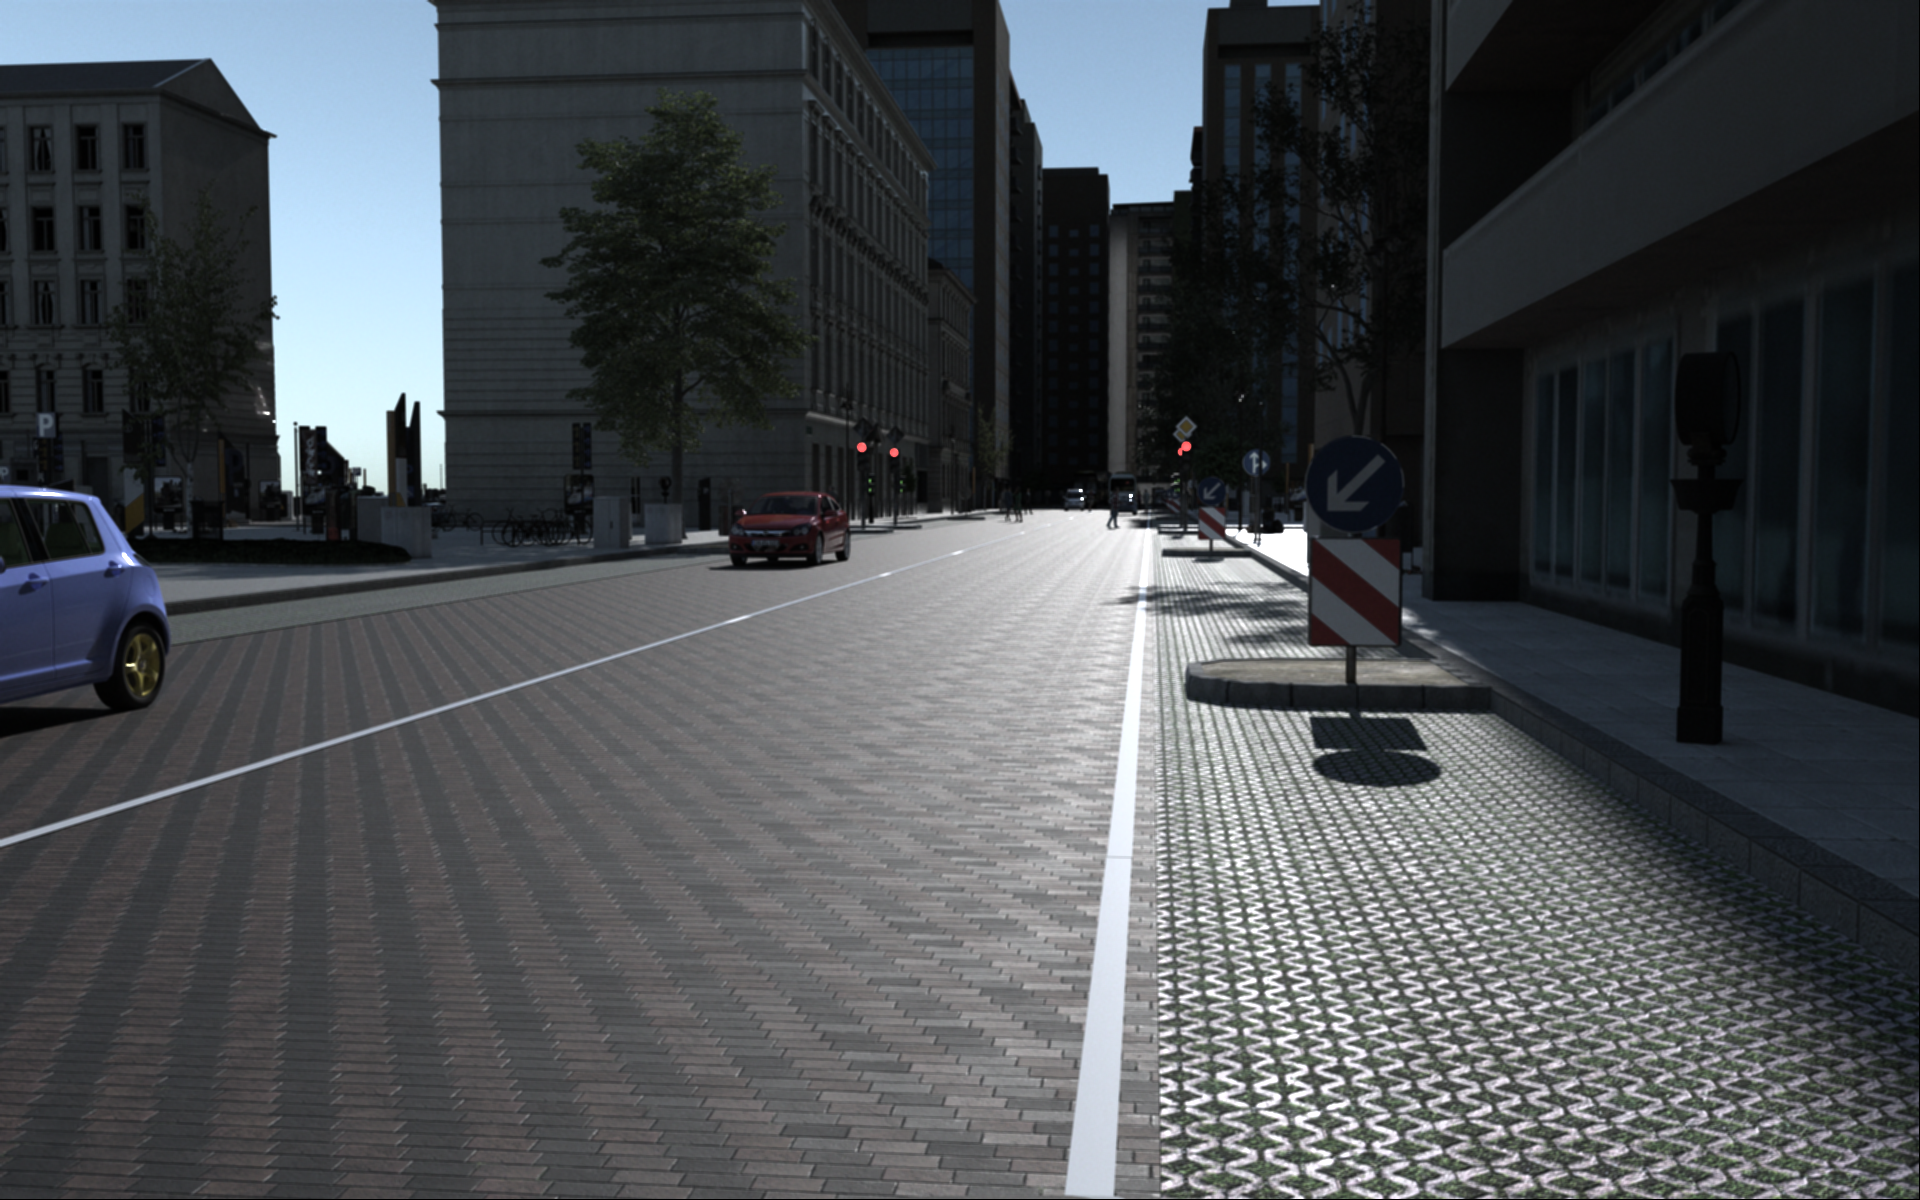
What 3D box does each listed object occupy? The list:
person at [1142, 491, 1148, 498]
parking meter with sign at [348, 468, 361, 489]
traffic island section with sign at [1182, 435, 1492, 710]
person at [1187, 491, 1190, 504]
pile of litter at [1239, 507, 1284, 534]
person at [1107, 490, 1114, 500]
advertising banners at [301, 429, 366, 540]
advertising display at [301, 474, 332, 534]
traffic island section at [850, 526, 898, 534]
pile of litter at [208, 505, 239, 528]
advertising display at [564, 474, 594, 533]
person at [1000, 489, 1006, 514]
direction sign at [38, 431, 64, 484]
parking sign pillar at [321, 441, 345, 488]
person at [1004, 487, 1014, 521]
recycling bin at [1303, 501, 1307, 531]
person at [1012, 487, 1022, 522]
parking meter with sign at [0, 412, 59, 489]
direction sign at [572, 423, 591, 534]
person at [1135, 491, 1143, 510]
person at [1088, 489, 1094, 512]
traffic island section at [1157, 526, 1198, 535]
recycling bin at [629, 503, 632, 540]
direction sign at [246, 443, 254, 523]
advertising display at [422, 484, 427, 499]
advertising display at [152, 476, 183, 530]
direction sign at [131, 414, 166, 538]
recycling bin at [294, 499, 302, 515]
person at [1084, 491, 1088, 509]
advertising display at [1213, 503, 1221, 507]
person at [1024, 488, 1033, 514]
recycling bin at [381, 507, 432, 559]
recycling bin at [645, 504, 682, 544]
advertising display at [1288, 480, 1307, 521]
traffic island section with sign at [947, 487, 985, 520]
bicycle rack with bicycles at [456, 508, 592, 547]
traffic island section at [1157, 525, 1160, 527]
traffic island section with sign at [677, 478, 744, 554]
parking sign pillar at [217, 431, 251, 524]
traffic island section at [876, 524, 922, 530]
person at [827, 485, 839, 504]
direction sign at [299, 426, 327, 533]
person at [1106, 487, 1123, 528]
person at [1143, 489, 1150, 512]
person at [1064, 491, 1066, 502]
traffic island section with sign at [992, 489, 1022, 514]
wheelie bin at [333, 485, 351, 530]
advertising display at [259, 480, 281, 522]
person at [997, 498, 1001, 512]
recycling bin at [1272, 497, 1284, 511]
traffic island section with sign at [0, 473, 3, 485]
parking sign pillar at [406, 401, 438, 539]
[{"bbox_3d":[23.139,-12.628,214.972,1.348,1.824,0.705,-3,5,-41],"label":"person"},{"bbox_3d":[-39.578,-7.127,112.786,0.543,3.016,1.738,0,4,2],"label":"parking meter with sign"},{"bbox_3d":[2.641,-0.236,12.480,1.989,1.847,2.006,0,4,6],"label":"traffic island section with sign"},{"bbox_3d":[29.667,-13.302,225.624,0.705,1.869,1.348,3,5,43],"label":"person"},{"bbox_3d":[9.883,-2.611,56.649,1.719,0.858,1.176,-1,4,-17],"label":"pile of litter"},{"bbox_3d":[13.759,-8.995,155.559,0.705,1.826,1.348,-3,4,-37],"label":"person"},{"bbox_3d":[-16.836,-3.079,46.533,2.074,3.025,0.090,1,4,20],"label":"advertising banners"},{"bbox_3d":[-20.651,-3.084,55.643,0.974,1.923,0.123,-3,5,-43],"label":"advertising display"},{"bbox_3d":[-3.558,-2.517,63.431,2.009,0.180,2.903,0,4,6],"label":"traffic island section"},{"bbox_3d":[-28.095,-3.196,66.215,1.176,0.858,1.719,1,4,12],"label":"pile of litter"},{"bbox_3d":[-12.479,-3.153,56.758,0.974,1.923,0.123,-2,4,-32],"label":"advertising display"},{"bbox_3d":[3.000,-6.872,120.960,0.391,1.810,0.635,-2,4,-29],"label":"person"},{"bbox_3d":[-32.662,-4.298,62.267,0.379,3.537,0.876,2,4,35],"label":"direction sign"},{"bbox_3d":[-31.675,-6.056,87.487,1.447,3.967,1.447,2,4,32],"label":"parking sign pillar"},{"bbox_3d":[2.533,-5.095,91.834,0.581,1.822,0.654,3,5,44],"label":"person"},{"bbox_3d":[12.223,-2.863,59.364,0.722,1.027,0.722,-1,4,-11],"label":"recycling bin"},{"bbox_3d":[2.970,-4.849,88.029,0.529,1.795,0.600,-2,4,-26],"label":"person"},{"bbox_3d":[-19.729,-2.444,36.224,0.543,3.016,1.738,1,4,19],"label":"parking meter with sign"},{"bbox_3d":[-12.028,-3.863,55.156,0.876,3.537,0.379,3,4,38],"label":"direction sign"},{"bbox_3d":[15.893,-8.799,153.046,1.217,1.739,0.721,-2,4,-32],"label":"person"},{"bbox_3d":[10.549,-8.020,139.597,0.573,1.828,0.580,-1,4,-16],"label":"person"},{"bbox_3d":[8.112,-2.438,62.142,2.009,0.180,2.903,0,4,6],"label":"traffic island section"},{"bbox_3d":[-9.602,-2.180,48.205,0.722,1.027,0.722,1,4,16],"label":"recycling bin"},{"bbox_3d":[-31.574,-5.190,76.854,0.379,3.537,0.876,-2,4,-26],"label":"direction sign"},{"bbox_3d":[-33.338,-6.275,107.807,0.123,1.923,0.974,-2,4,-27],"label":"advertising display"},{"bbox_3d":[-28.263,-3.462,61.813,0.974,1.923,0.123,-2,4,-35],"label":"advertising display"},{"bbox_3d":[-23.124,-3.511,49.400,0.876,3.537,0.379,-2,4,-32],"label":"direction sign"},{"bbox_3d":[-41.276,-5.810,107.543,0.722,1.027,0.722,-1,4,-17],"label":"recycling bin"},{"bbox_3d":[12.104,-9.823,169.644,0.750,1.759,0.617,-1,4,-9],"label":"person"},{"bbox_3d":[12.679,-4.930,85.815,0.123,1.923,0.974,2,4,35],"label":"advertising display"},{"bbox_3d":[4.858,-6.985,122.478,0.659,1.850,0.755,-2,4,-33],"label":"person"},{"bbox_3d":[-11.073,-1.353,34.669,0.722,1.027,0.722,1,4,13],"label":"recycling bin"},{"bbox_3d":[-7.631,-1.958,44.562,0.722,1.027,0.722,1,4,20],"label":"recycling bin"},{"bbox_3d":[15.906,-4.658,81.377,0.974,1.923,0.123,1,4,9],"label":"advertising display"},{"bbox_3d":[0.366,-5.347,96.046,1.989,1.847,2.006,0,4,6],"label":"traffic island section with sign"},{"bbox_3d":[-10.568,-1.835,43.391,2.925,0.926,2.852,-3,5,-39],"label":"bicycle rack with bicycles"},{"bbox_3d":[8.988,-2.923,70.079,2.009,0.180,2.903,0,4,6],"label":"traffic island section"},{"bbox_3d":[-5.606,-2.029,41.809,1.989,1.847,2.006,0,4,6],"label":"traffic island section with sign"},{"bbox_3d":[-31.166,-5.238,74.114,1.447,3.967,1.447,1,4,10],"label":"parking sign pillar"},{"bbox_3d":[-2.682,-3.002,71.368,2.009,0.180,2.903,0,4,6],"label":"traffic island section"},{"bbox_3d":[-4.987,-3.532,66.643,0.834,1.777,0.661,3,4,36],"label":"person"},{"bbox_3d":[-21.565,-4.025,57.805,0.876,3.537,0.379,-2,4,-33],"label":"direction sign"},{"bbox_3d":[6.514,-3.889,72.930,0.643,1.720,0.563,1,4,17],"label":"person"},{"bbox_3d":[15.214,-8.122,141.386,0.635,1.810,0.391,-2,4,-35],"label":"person"},{"bbox_3d":[12.663,-12.231,208.488,1.348,1.823,0.705,3,4,39],"label":"person"},{"bbox_3d":[3.363,-6.999,123.062,1.989,1.847,2.006,0,4,6],"label":"traffic island section with sign"},{"bbox_3d":[-22.382,-3.355,62.760,0.980,1.594,0.693,0,4,8],"label":"wheelie bin"},{"bbox_3d":[-32.259,-4.634,80.986,0.974,1.923,0.123,-2,4,-35],"label":"advertising display"},{"bbox_3d":[2.866,-6.854,125.584,0.382,1.210,0.505,-3,5,-44],"label":"person"},{"bbox_3d":[23.690,-7.120,128.965,0.722,1.027,0.722,1,4,21],"label":"recycling bin"},{"bbox_3d":[-8.636,-0.352,14.383,1.989,1.847,2.006,0,4,6],"label":"traffic island section with sign"},{"bbox_3d":[-15.802,-3.752,49.815,1.447,3.967,1.447,-1,4,-10],"label":"parking sign pillar"}]
